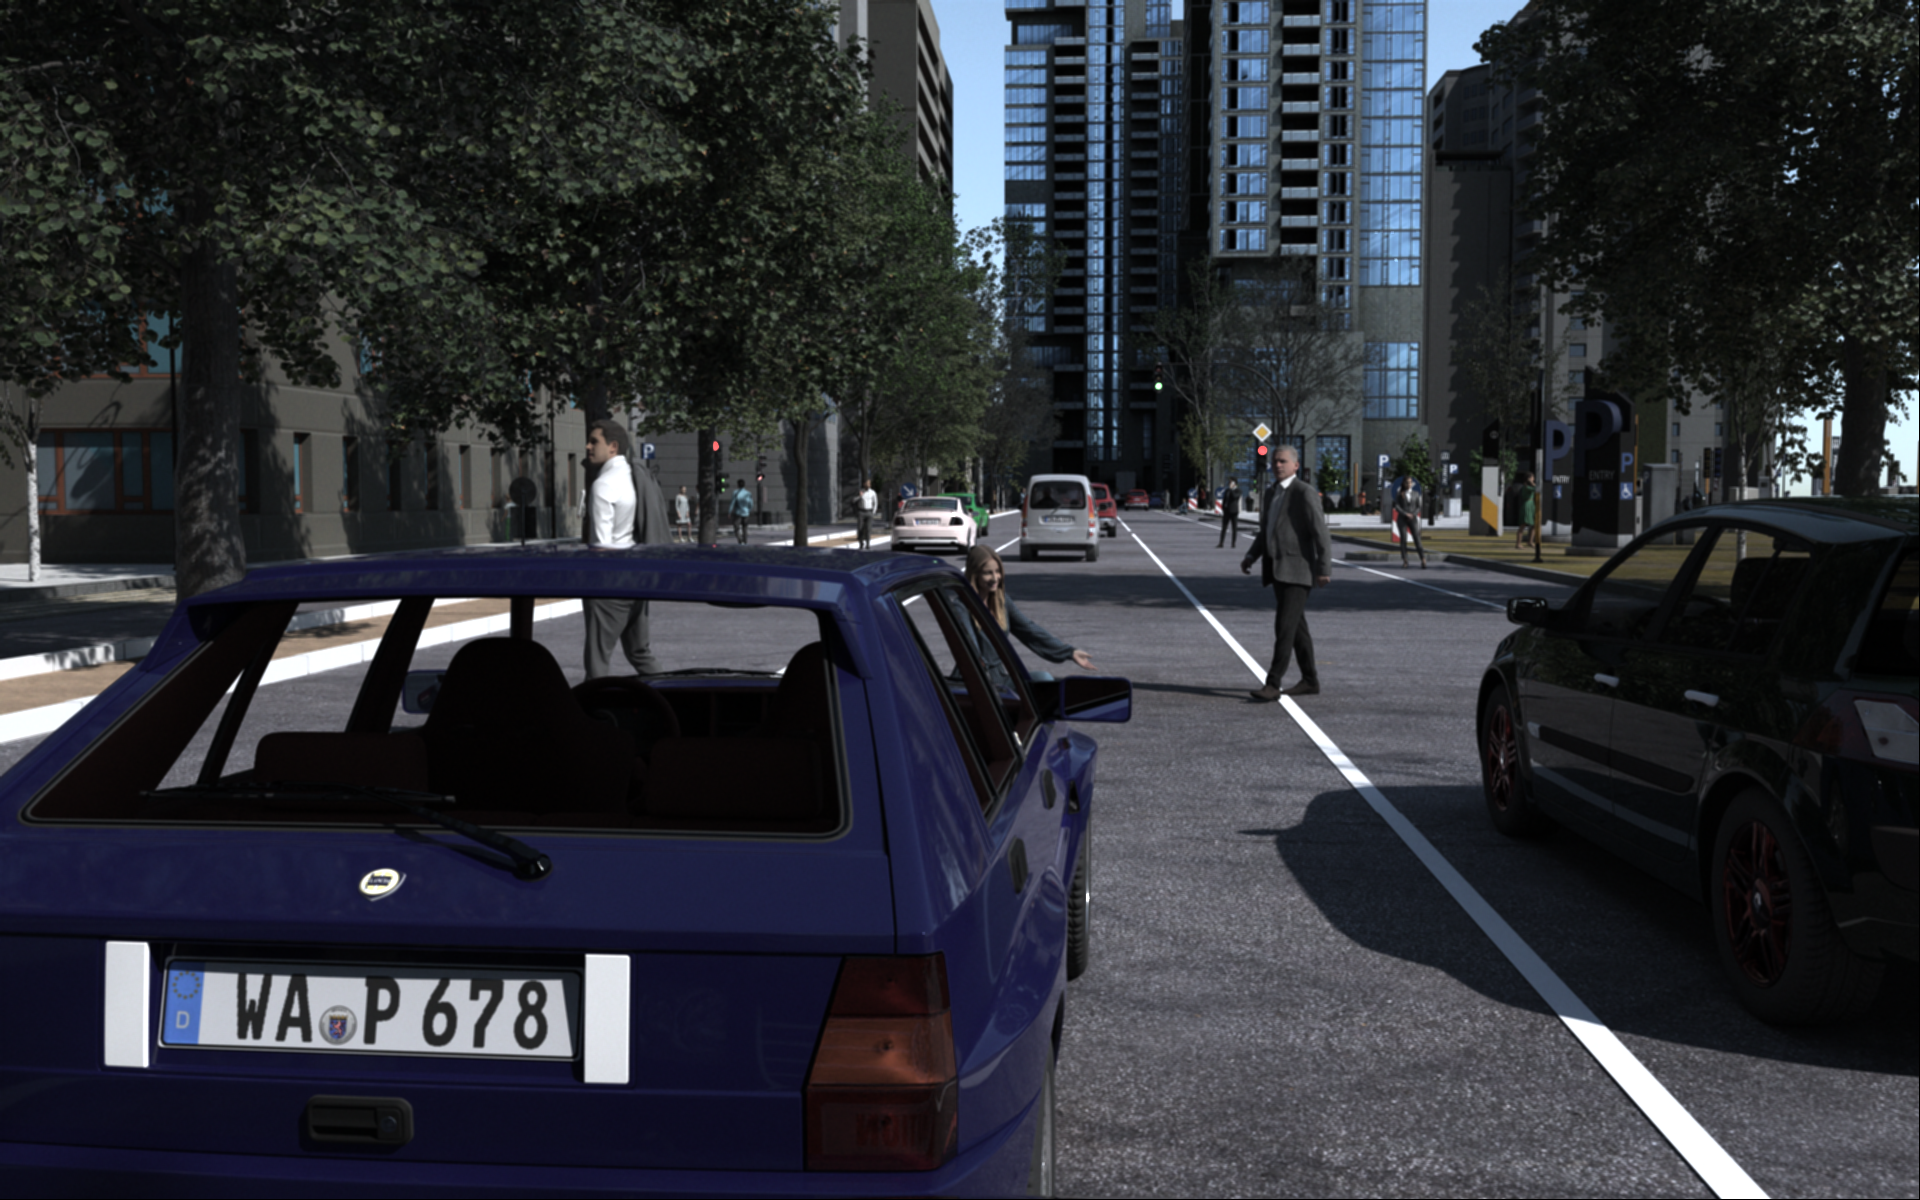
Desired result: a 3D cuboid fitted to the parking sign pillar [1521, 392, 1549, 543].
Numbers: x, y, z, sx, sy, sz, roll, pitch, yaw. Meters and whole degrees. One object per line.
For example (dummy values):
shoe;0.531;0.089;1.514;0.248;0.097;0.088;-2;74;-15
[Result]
parking sign pillar;15.688;-3.516;45.967;1.447;3.967;1.447;-2;4;-35

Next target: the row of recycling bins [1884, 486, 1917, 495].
row of recycling bins;49.134;-5.124;90.883;3.534;1.692;1.069;-1;4;-14

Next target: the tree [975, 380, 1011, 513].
tree;0.703;-9.010;100.140;4.360;8.622;3.978;0;3;0

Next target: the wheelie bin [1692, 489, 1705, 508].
wheelie bin;43.818;-5.797;102.687;0.980;1.594;0.693;-3;5;-42

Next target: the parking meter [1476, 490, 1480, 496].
parking meter;35.291;-6.688;117.753;0.372;1.533;0.369;0;3;0

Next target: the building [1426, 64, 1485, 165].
building;77.900;-42.183;231.687;28.212;58.520;21.231;0;4;4

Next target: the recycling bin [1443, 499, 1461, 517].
recycling bin;27.050;-5.055;95.197;0.722;1.027;0.722;-1;4;-12

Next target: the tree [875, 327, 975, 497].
tree;-1.620;-7.150;69.723;4.360;8.622;3.978;0;3;0

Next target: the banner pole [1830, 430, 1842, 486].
banner pole;33.524;-4.656;66.146;0.863;3.779;0.401;-2;4;-26

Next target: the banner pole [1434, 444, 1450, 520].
banner pole;24.014;-5.892;86.346;0.863;3.779;0.401;0;4;1

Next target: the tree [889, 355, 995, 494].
tree;-0.801;-7.951;82.823;4.737;8.622;4.395;0;3;0

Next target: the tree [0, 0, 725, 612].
tree;-6.228;-6.417;14.026;9.857;13.997;8.962;0;3;0

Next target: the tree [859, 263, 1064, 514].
tree;-0.186;-10.944;91.766;12.009;13.543;11.850;0;3;0

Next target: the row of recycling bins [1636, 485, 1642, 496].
row of recycling bins;28.414;-4.123;74.521;3.534;1.692;1.069;3;5;40

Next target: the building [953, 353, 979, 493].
building;-11.726;-24.323;242.726;28.899;21.520;27.650;0;4;4

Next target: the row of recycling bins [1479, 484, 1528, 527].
row of recycling bins;21.796;-3.761;68.609;1.069;1.692;3.534;-1;4;-17

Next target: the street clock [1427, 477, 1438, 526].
street clock;19.124;-4.017;70.254;0.471;2.002;0.358;0;4;-4

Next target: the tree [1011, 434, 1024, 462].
tree;2.808;-10.793;129.290;4.360;8.622;3.978;0;3;0

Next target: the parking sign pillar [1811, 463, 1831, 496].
parking sign pillar;61.520;-8.270;123.680;1.447;3.967;1.447;-2;4;-23

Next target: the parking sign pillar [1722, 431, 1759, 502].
parking sign pillar;31.741;-5.016;70.485;1.447;3.967;1.447;1;4;19

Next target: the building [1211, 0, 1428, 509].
building;32.780;-52.184;165.872;22.319;86.520;31.000;0;4;4

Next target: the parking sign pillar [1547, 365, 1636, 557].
parking sign pillar;13.274;-2.890;35.722;1.447;3.967;1.447;-2;4;-24

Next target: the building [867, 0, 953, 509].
building;-12.185;-33.848;177.121;21.300;48.544;21.600;0;4;4

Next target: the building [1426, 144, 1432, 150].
building;48.730;-37.651;235.207;30.456;49.044;23.786;0;4;4

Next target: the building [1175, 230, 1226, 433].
building;30.685;-25.604;190.327;14.160;30.474;14.107;0;4;4

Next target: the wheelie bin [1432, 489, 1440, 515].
wheelie bin;28.384;-5.876;103.976;0.693;1.594;0.980;-3;5;-40

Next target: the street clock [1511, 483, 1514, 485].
street clock;35.176;-6.482;110.553;0.471;2.002;0.358;0;4;-1

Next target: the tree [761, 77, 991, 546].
tree;-3.880;-7.005;42.744;9.928;11.665;9.643;0;3;0

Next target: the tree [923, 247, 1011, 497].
tree;-1.650;-9.539;76.551;7.486;12.596;7.792;0;3;0

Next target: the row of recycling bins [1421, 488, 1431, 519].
row of recycling bins;24.212;-5.130;90.985;1.069;1.692;3.534;1;4;12

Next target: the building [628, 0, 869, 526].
building;-16.705;-33.097;83.133;21.231;58.520;28.212;0;4;4

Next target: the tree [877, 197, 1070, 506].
tree;0.075;-15.296;108.433;12.611;20.169;13.585;0;3;0

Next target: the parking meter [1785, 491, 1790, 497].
parking meter;64.139;-7.700;134.311;0.372;1.533;0.369;0;3;0

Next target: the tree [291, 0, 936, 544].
tree;-5.338;-6.476;25.350;9.611;12.733;9.660;0;3;0

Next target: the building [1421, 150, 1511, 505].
building;57.233;-32.088;208.239;14.086;41.232;14.154;0;4;4

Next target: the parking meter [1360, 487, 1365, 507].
parking meter;32.498;-8.194;139.684;0.255;1.863;0.399;-1;4;-16

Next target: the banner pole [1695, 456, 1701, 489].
banner pole;48.665;-7.596;114.211;0.863;3.779;0.401;-3;5;-40

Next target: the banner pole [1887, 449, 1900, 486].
banner pole;50.951;-6.415;94.898;0.401;3.779;0.863;0;4;5

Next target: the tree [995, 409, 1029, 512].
tree;3.390;-11.120;134.625;4.737;8.622;4.395;0;3;0

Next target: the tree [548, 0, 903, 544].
tree;-5.034;-6.936;33.989;7.486;12.596;7.792;0;3;0

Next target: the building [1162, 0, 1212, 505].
building;34.987;-46.965;206.127;20.563;71.187;20.611;0;4;4

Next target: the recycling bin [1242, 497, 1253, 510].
recycling bin;22.444;-7.524;135.571;0.722;1.027;0.722;3;5;40

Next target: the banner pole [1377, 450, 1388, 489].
banner pole;24.080;-6.640;98.573;0.863;3.779;0.401;-1;4;-13

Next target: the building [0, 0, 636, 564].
building;-26.532;-12.282;45.849;28.899;21.520;27.650;0;4;4

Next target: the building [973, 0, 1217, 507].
building;18.003;-56.428;235.274;31.000;86.520;22.319;0;4;4

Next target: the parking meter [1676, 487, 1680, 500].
parking meter;57.996;-8.204;139.841;0.255;1.863;0.399;1;4;11

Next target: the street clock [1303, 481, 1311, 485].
street clock;19.025;-5.549;95.294;0.471;2.002;0.358;2;4;32

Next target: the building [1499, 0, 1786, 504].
building;78.200;-40.407;202.658;28.212;58.520;21.231;0;4;4
